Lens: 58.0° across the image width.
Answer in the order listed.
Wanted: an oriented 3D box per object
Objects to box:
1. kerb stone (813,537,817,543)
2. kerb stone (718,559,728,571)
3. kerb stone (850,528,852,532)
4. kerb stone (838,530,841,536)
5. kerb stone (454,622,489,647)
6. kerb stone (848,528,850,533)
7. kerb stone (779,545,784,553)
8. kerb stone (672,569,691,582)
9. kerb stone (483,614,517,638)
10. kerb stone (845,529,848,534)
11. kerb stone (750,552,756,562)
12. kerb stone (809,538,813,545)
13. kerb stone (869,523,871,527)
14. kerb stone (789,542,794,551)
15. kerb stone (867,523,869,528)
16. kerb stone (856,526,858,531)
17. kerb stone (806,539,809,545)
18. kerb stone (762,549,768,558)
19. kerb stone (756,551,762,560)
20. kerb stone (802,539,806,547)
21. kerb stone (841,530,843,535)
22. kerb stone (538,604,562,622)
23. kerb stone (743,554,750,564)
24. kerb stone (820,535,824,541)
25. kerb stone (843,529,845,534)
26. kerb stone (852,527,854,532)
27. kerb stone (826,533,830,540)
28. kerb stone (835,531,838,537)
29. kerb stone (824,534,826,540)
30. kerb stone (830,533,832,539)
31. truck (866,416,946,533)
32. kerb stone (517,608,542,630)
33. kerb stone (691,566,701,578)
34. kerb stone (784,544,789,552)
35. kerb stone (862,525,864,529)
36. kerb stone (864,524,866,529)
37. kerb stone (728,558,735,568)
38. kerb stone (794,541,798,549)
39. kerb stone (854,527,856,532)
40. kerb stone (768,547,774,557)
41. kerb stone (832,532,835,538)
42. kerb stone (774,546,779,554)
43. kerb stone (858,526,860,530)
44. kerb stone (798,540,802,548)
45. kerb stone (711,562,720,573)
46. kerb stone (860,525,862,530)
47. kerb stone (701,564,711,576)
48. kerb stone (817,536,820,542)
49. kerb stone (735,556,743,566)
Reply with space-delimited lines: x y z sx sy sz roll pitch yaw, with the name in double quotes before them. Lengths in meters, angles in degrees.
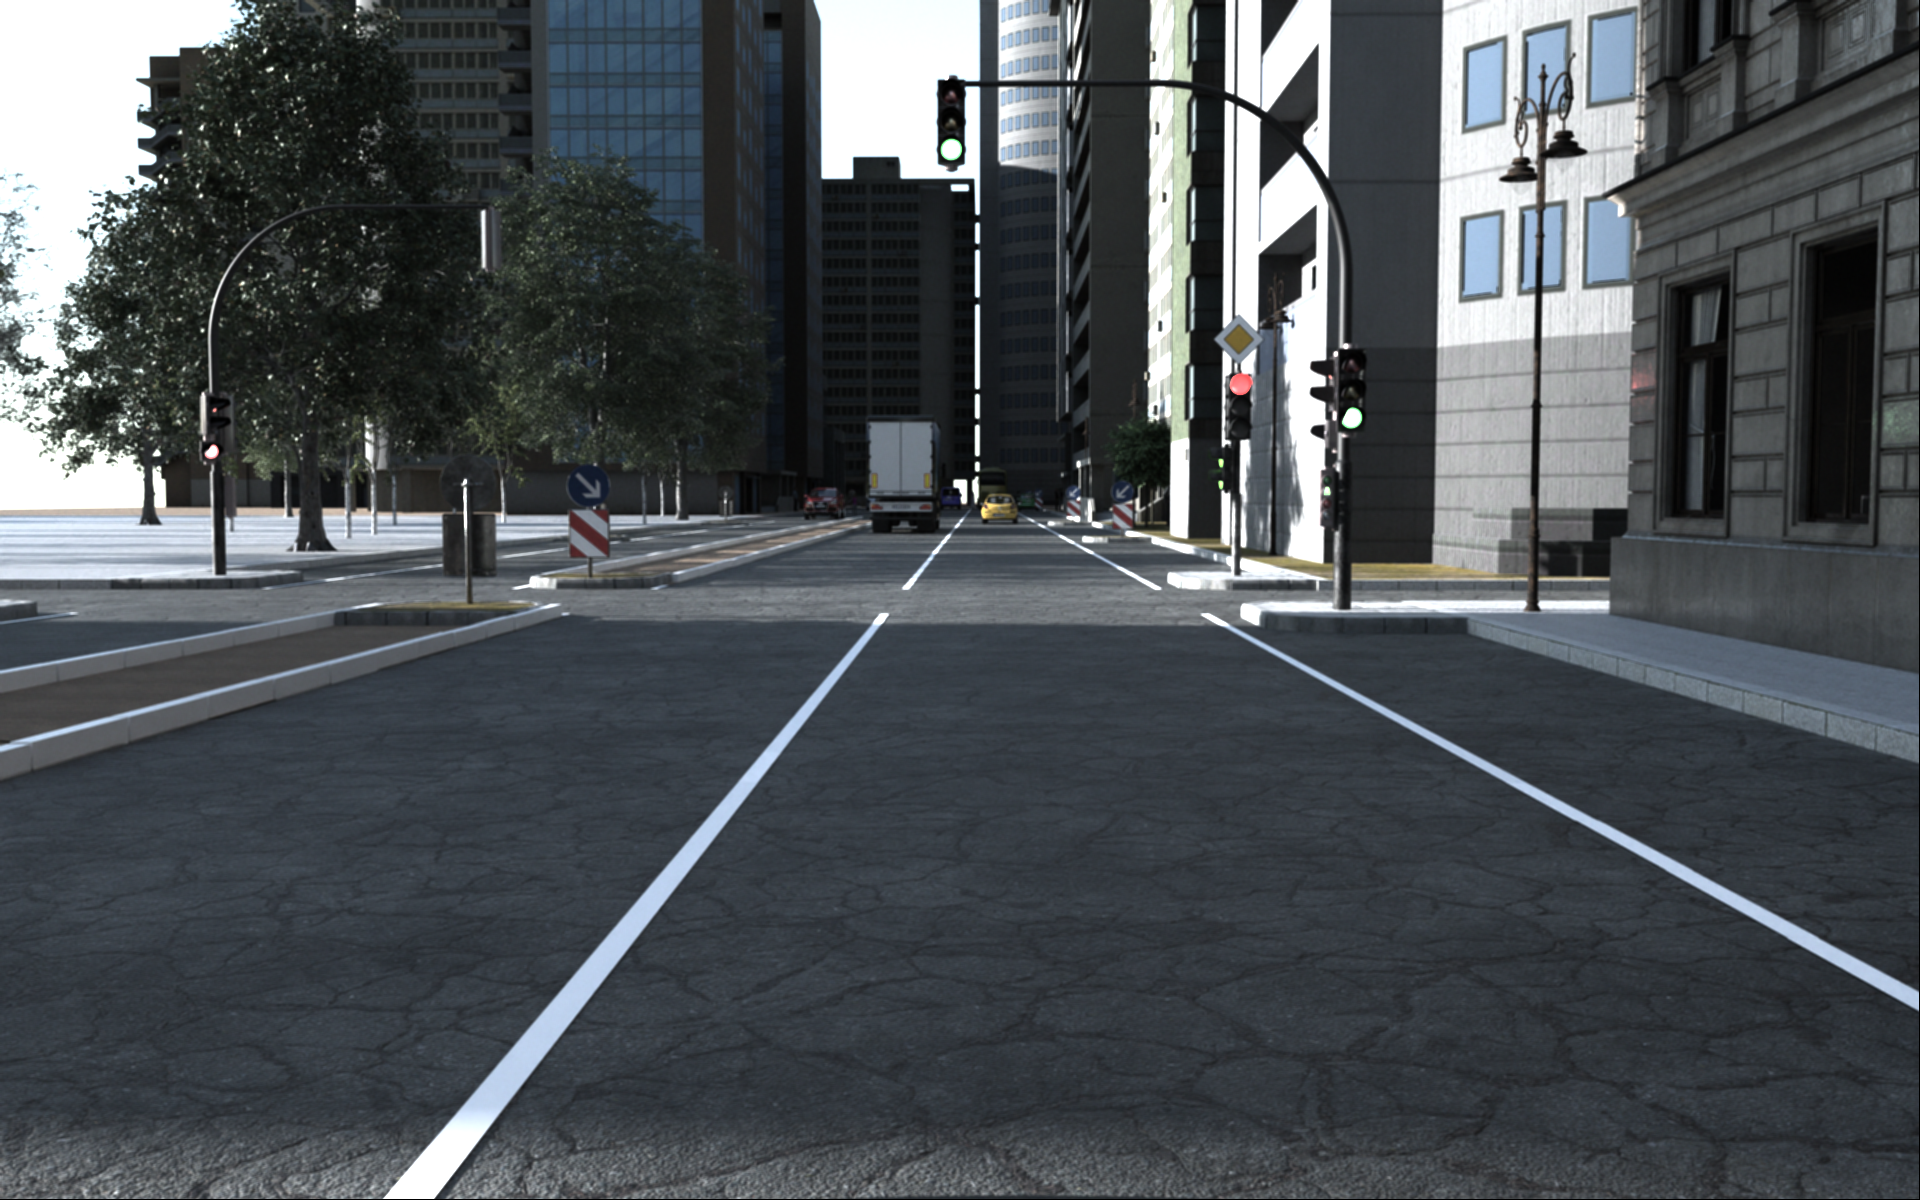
"kerb stone" -4.314 -1.691 49.951 0.120 0.150 1.000 0 4 1
"kerb stone" -4.541 -0.633 32.541 0.120 0.150 1.000 0 4 1
"kerb stone" -4.131 -2.509 63.296 0.120 0.150 1.000 0 4 1
"kerb stone" -4.195 -2.200 58.162 0.120 0.150 1.000 0 4 1
"kerb stone" -4.756 0.347 16.631 0.120 0.150 1.000 0 4 1
"kerb stone" -4.147 -2.451 62.270 0.120 0.150 1.000 0 4 1
"kerb stone" -4.425 -1.197 41.762 0.120 0.150 1.000 0 4 1
"kerb stone" -4.600 -0.382 28.446 0.120 0.150 1.000 0 4 1
"kerb stone" -4.738 0.278 17.655 0.120 0.150 1.000 0 4 1
"kerb stone" -4.160 -2.385 61.248 0.120 0.150 1.000 0 4 1
"kerb stone" -4.486 -0.876 36.645 0.120 0.150 1.000 0 4 1
"kerb stone" -4.320 -1.635 48.928 0.120 0.150 1.000 0 4 1
"kerb stone" -3.992 -3.140 73.541 0.120 0.150 1.000 0 4 1
"kerb stone" -4.389 -1.316 43.810 0.120 0.150 1.000 0 4 1
"kerb stone" -4.011 -3.077 72.519 0.120 0.150 1.000 0 4 1
"kerb stone" -4.094 -2.701 66.372 0.120 0.150 1.000 0 4 1
"kerb stone" -4.345 -1.569 47.906 0.120 0.150 1.000 0 4 1
"kerb stone" -4.469 -1.009 38.689 0.120 0.150 1.000 0 4 1
"kerb stone" -4.476 -0.946 37.667 0.120 0.150 1.000 0 4 1
"kerb stone" -4.348 -1.506 46.884 0.120 0.150 1.000 0 4 1
"kerb stone" -4.190 -2.260 59.190 0.120 0.150 1.000 0 4 1
"kerb stone" -4.714 0.155 19.709 0.120 0.150 1.000 0 4 1
"kerb stone" -4.502 -0.820 35.623 0.120 0.150 1.000 0 4 1
"kerb stone" -4.279 -1.823 52.001 0.120 0.150 1.000 0 4 1
"kerb stone" -4.177 -2.325 60.225 0.120 0.150 1.000 0 4 1
"kerb stone" -4.117 -2.574 64.319 0.120 0.150 1.000 0 4 1
"kerb stone" -4.248 -1.949 54.060 0.120 0.150 1.000 0 4 1
"kerb stone" -4.213 -2.137 57.135 0.120 0.150 1.000 0 4 1
"kerb stone" -4.275 -1.886 53.024 0.120 0.150 1.000 0 4 1
"kerb stone" -4.251 -2.004 55.085 0.120 0.150 1.000 0 4 1
"truck" -2.052 -4.807 67.514 2.839 4.237 11.283 0 4 1
"kerb stone" -4.724 0.221 18.687 0.120 0.150 1.000 0 4 1
"kerb stone" -4.585 -0.443 29.469 0.120 0.150 1.000 0 4 1
"kerb stone" -4.410 -1.259 42.788 0.120 0.150 1.000 0 4 1
"kerb stone" -4.045 -2.890 69.442 0.120 0.150 1.000 0 4 1
"kerb stone" -4.042 -2.953 70.472 0.120 0.150 1.000 0 4 1
"kerb stone" -4.533 -0.695 33.564 0.120 0.150 1.000 0 4 1
"kerb stone" -4.379 -1.385 44.834 0.120 0.150 1.000 0 4 1
"kerb stone" -4.102 -2.639 65.350 0.120 0.150 1.000 0 4 1
"kerb stone" -4.443 -1.071 39.711 0.120 0.150 1.000 0 4 1
"kerb stone" -4.221 -2.074 56.107 0.120 0.150 1.000 0 4 1
"kerb stone" -4.439 -1.129 40.740 0.120 0.150 1.000 0 4 1
"kerb stone" -4.082 -2.765 67.396 0.120 0.150 1.000 0 4 1
"kerb stone" -4.368 -1.447 45.856 0.120 0.150 1.000 0 4 1
"kerb stone" -4.554 -0.566 31.520 0.120 0.150 1.000 0 4 1
"kerb stone" -4.063 -2.827 68.418 0.120 0.150 1.000 0 4 1
"kerb stone" -4.564 -0.504 30.497 0.120 0.150 1.000 0 4 1
"kerb stone" -4.296 -1.760 50.977 0.120 0.150 1.000 0 4 1
"kerb stone" -4.510 -0.750 34.598 0.120 0.150 1.000 0 4 1
